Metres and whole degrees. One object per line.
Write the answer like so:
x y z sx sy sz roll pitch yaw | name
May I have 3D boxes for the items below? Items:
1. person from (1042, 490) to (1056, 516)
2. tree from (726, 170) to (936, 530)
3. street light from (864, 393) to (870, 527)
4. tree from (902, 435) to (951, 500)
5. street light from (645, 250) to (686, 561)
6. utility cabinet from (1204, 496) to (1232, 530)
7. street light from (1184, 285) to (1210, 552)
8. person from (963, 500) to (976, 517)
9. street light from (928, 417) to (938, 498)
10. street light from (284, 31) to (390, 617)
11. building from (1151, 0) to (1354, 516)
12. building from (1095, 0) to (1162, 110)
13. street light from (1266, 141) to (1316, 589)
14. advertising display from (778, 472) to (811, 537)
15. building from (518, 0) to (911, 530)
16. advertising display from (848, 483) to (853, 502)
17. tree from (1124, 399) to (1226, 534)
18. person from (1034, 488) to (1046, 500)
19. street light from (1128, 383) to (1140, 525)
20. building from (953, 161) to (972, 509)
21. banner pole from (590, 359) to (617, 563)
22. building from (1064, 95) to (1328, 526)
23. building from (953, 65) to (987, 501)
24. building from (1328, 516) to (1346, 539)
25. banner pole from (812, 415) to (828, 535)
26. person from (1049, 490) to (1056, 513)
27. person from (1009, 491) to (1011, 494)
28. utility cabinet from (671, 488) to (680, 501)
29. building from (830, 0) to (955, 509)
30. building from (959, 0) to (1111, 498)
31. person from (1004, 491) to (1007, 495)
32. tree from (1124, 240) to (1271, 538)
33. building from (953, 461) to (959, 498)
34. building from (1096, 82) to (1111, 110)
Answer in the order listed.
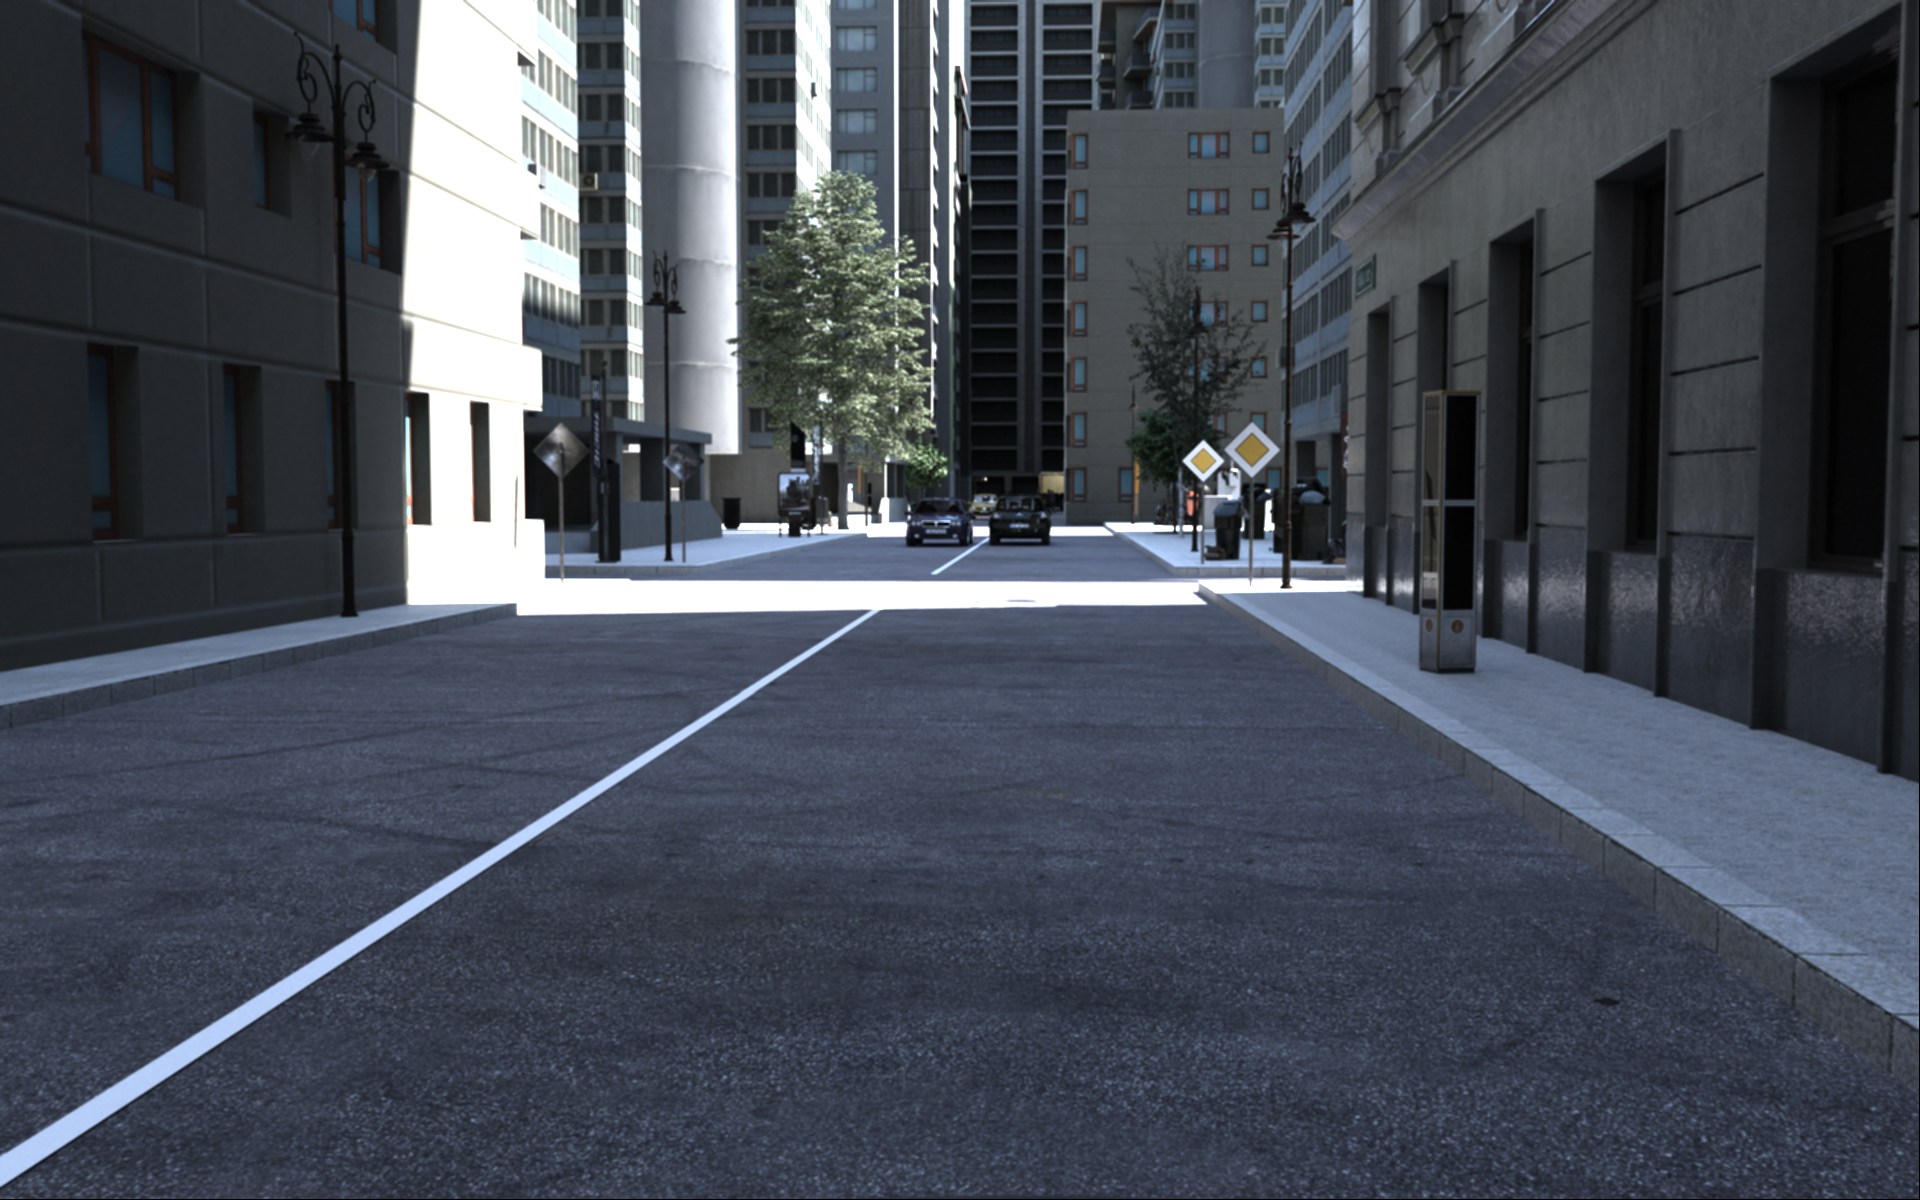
5.857 -6.470 115.006 1.217 1.735 0.721 -2 4 -27 | person
-4.599 -8.775 61.604 7.486 12.596 7.792 0 3 0 | tree
-3.641 -5.782 67.317 0.468 5.910 1.993 0 4 3 | street light
-2.197 -6.884 96.259 4.285 4.588 4.351 0 3 0 | tree
-5.593 -3.687 33.064 0.468 5.910 1.993 0 4 3 | street light
9.188 -3.106 61.948 1.020 1.237 0.306 3 4 36 | utility cabinet
5.245 -4.021 38.523 0.468 5.910 1.993 0 4 3 | street light
0.164 -3.948 78.542 0.738 1.151 1.012 -2 4 -32 | person
-1.602 -7.910 102.124 0.468 5.910 1.993 0 4 3 | street light
-6.398 -2.763 17.967 0.468 5.910 1.993 0 4 3 | street light
26.661 -26.491 125.010 32.217 40.220 23.993 0 4 3 | building
23.036 -30.431 152.169 22.147 44.769 28.867 0 4 3 | building
4.406 -3.084 23.212 0.468 5.910 1.993 0 4 3 | street light
-4.942 -2.839 51.626 0.974 1.923 0.123 -1 4 -14 | advertising display
-18.960 -23.725 79.784 32.217 40.220 23.993 0 4 3 | building
-6.616 -6.025 103.722 0.123 1.923 0.974 1 4 11 | advertising display
6.987 -4.441 56.320 4.285 4.588 4.351 0 3 0 | tree
5.480 -6.953 122.141 1.348 1.831 0.705 1 4 19 | person
7.227 -6.083 72.244 0.468 5.910 1.993 0 4 3 | street light
-6.336 -23.151 150.218 14.160 30.474 14.107 0 4 3 | building
-6.645 -2.567 31.992 0.401 3.779 0.863 1 4 10 | banner pole
19.445 -15.100 91.927 27.650 21.520 28.899 0 4 3 | building
-12.176 -31.709 173.068 28.867 44.769 22.147 0 4 3 | building
21.589 -21.640 45.702 23.993 40.220 32.217 0 4 3 | building
-4.490 -3.968 54.891 0.401 3.779 0.863 -2 4 -32 | banner pole
6.895 -7.333 129.307 0.541 1.710 0.530 1 4 16 | person
4.415 -8.630 150.279 0.721 1.739 1.217 -3 5 -43 | person
-11.248 -3.631 68.045 1.173 1.500 0.318 1 4 20 | utility cabinet
-7.788 -26.356 114.520 14.154 41.232 14.086 0 4 3 | building
11.070 -46.527 198.965 20.611 71.187 20.563 0 4 3 | building
4.418 -9.820 169.767 1.217 1.736 0.721 2 4 29 | person
6.523 -6.093 49.981 4.360 8.622 3.978 0 3 0 | tree
-10.493 -42.383 131.214 20.563 71.187 20.611 0 4 3 | building
20.614 -30.018 174.385 14.154 41.232 14.086 0 4 3 | building
